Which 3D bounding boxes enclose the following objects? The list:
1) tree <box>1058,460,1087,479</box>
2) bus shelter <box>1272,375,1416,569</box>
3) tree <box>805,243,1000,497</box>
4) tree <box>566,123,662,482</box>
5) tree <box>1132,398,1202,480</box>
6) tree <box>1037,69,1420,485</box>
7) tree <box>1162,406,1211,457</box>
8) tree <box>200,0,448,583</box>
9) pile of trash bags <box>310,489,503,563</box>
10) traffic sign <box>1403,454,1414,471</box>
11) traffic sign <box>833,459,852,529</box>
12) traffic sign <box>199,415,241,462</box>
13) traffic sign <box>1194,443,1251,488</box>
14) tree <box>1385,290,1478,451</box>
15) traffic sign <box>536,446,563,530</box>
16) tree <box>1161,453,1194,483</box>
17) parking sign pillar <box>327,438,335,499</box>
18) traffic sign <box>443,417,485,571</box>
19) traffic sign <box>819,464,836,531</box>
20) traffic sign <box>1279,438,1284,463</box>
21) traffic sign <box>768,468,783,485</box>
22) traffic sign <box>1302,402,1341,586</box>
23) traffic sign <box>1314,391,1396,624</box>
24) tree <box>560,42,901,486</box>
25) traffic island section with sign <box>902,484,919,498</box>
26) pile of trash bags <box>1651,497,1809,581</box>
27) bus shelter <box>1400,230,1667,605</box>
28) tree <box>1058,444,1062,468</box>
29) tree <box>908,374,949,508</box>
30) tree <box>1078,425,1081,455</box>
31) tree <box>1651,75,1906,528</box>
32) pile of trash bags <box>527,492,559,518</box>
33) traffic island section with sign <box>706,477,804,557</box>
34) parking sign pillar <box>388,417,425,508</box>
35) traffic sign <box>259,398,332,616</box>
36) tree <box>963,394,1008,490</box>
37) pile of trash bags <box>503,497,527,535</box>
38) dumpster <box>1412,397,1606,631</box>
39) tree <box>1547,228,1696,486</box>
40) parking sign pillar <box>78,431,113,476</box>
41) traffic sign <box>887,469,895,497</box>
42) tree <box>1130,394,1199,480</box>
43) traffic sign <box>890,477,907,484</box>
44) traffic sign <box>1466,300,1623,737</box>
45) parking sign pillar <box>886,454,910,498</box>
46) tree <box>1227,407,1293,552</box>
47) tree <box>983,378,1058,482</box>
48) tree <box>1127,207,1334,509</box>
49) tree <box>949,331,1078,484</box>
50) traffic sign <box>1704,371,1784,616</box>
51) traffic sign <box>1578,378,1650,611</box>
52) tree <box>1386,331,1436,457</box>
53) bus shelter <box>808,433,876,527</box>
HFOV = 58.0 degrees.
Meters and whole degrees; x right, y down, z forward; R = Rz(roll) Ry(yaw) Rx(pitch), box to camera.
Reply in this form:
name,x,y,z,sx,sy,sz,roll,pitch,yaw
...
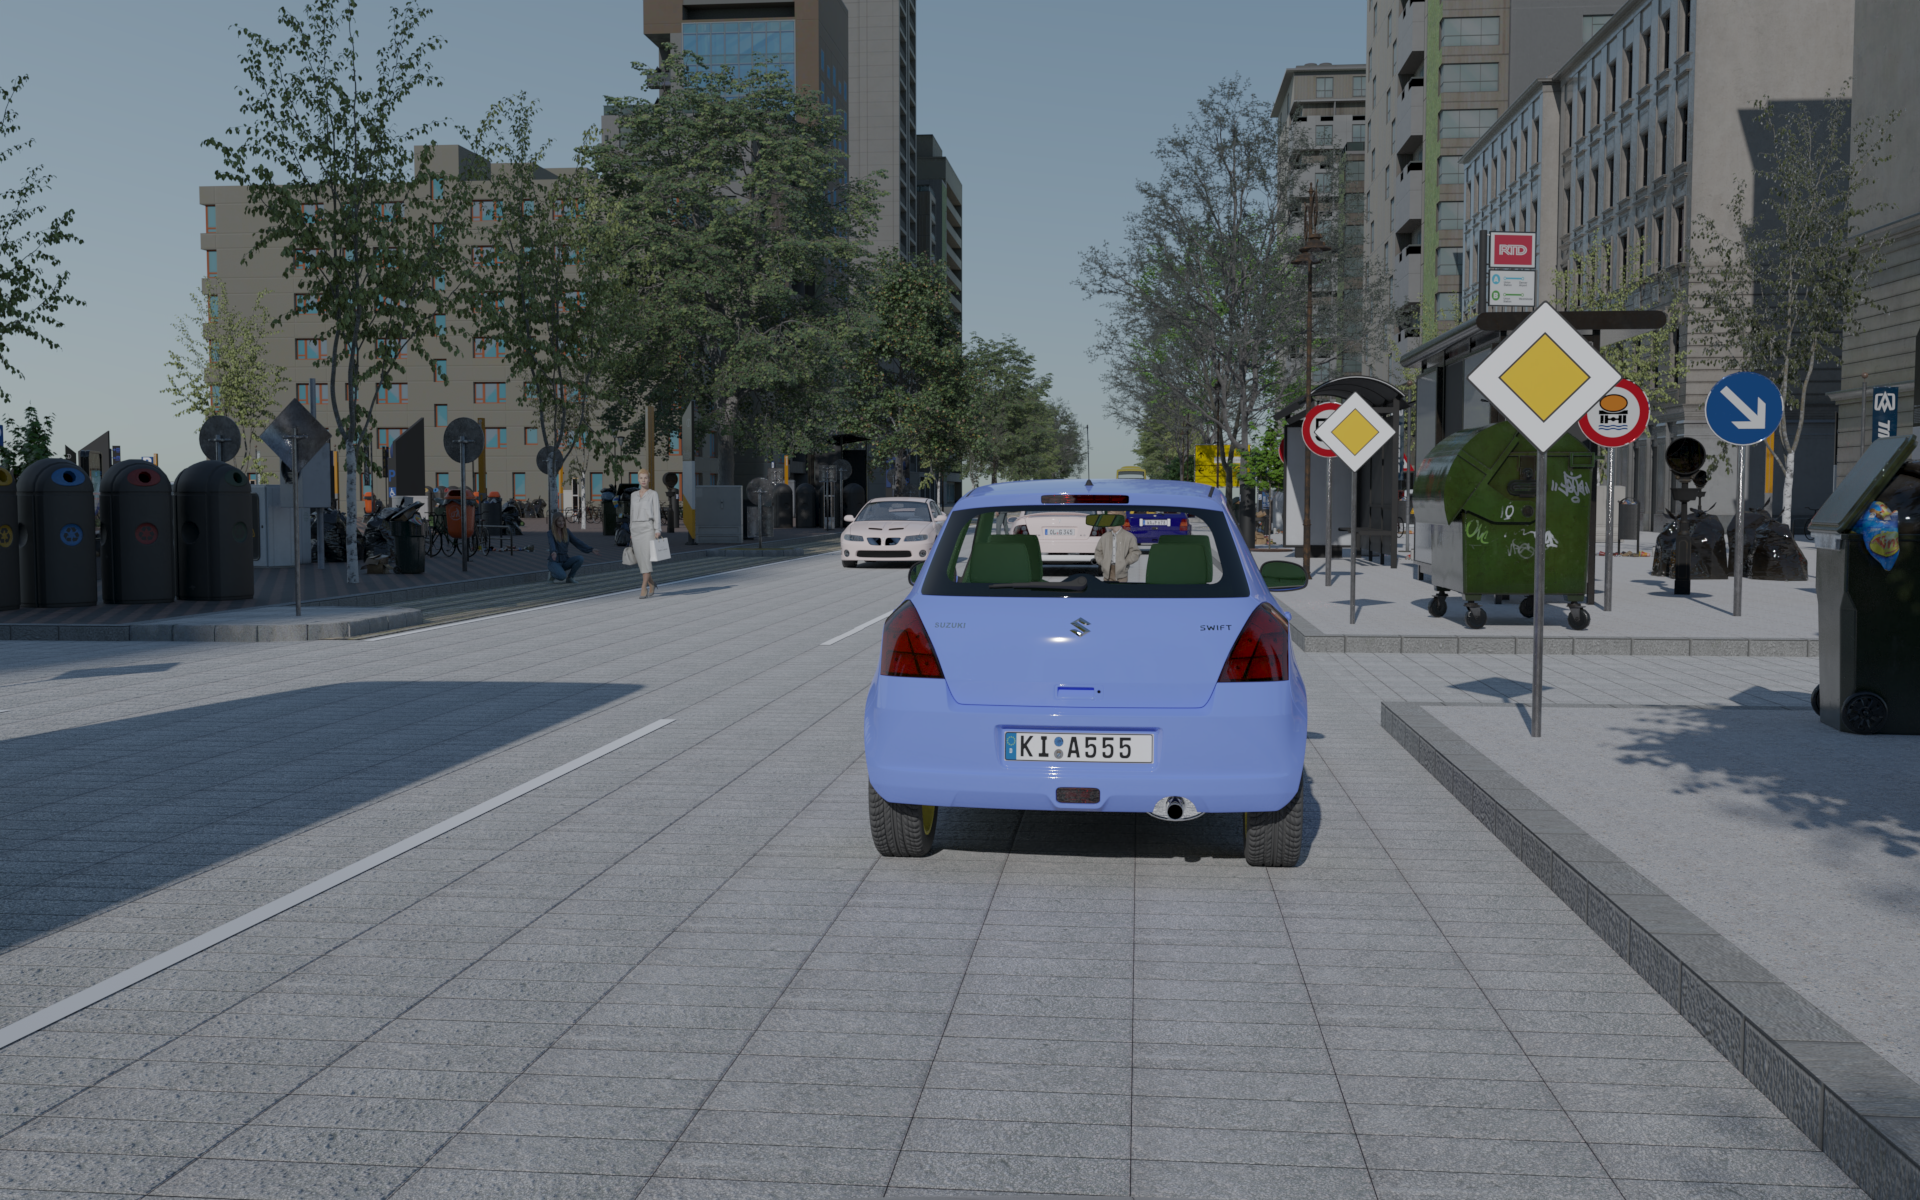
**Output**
name,x,y,z,sx,sy,sz,roll,pitch,yaw
tree,14.712,-19.447,252.366,8.767,10.594,7.601,-2,4,-29
bus shelter,7.018,-2.343,32.230,2.014,3.302,5.546,0,4,6
tree,-2.702,-9.917,79.155,9.611,12.733,9.660,0,3,0
tree,-7.517,-4.989,31.934,4.737,8.622,4.395,0,3,0
tree,23.931,-16.928,193.781,9.611,12.733,9.660,0,3,0
tree,8.340,-8.616,51.239,12.009,13.543,11.850,0,3,0
tree,18.809,-11.862,144.313,4.737,8.622,4.395,0,3,0
tree,-8.573,-4.558,24.890,4.737,8.622,4.395,0,3,0
pile of trash bags,-10.779,-1.418,32.934,3.447,1.369,1.912,1,4,11
traffic sign,10.055,-2.454,40.134,0.884,2.594,0.081,1,4,13
traffic sign,-4.366,-3.892,63.737,0.768,2.556,0.104,0,4,7
traffic sign,-11.963,-1.705,27.990,0.768,2.556,0.104,1,4,13
traffic sign,10.593,-4.651,69.919,2.265,3.308,0.079,1,4,11
tree,17.261,-6.811,61.721,4.737,8.622,4.395,0,3,0
traffic sign,-10.804,-2.782,45.598,0.768,2.556,0.104,1,4,11
tree,15.887,-8.441,121.719,4.285,4.588,4.351,0,3,0
parking sign pillar,-28.528,-5.419,77.080,1.447,3.967,1.447,1,4,11
traffic sign,-8.227,-1.748,28.693,0.768,2.556,0.104,1,4,15
traffic sign,-4.570,-3.525,59.764,0.606,2.300,0.079,1,4,9
traffic sign,6.872,-2.151,35.281,0.768,2.556,0.104,1,4,13
traffic sign,-7.183,-3.991,67.384,0.606,2.300,0.079,0,4,7
traffic sign,5.123,-1.463,24.023,0.768,2.556,0.104,1,4,16
traffic sign,3.869,-0.819,17.030,0.795,2.450,0.064,0,4,6
tree,-6.703,-8.775,50.120,9.857,13.997,8.962,0,3,0
traffic island section with sign,-1.904,-3.572,67.026,1.989,1.847,2.006,0,4,6
pile of trash bags,12.375,-1.012,26.295,3.447,1.369,1.912,1,4,19
bus shelter,7.459,-2.844,24.129,2.179,5.291,8.768,0,4,6
tree,6.869,-16.295,184.548,7.486,12.596,7.792,0,3,0
tree,-1.479,-9.265,101.839,4.737,8.622,4.395,0,3,0
tree,12.138,-19.952,232.876,9.857,13.997,8.962,0,3,0
tree,14.935,-4.951,31.307,4.360,8.622,3.978,0,3,0
pile of trash bags,-22.649,-5.047,92.278,3.447,1.369,1.912,2,4,25
traffic island section with sign,-4.697,-1.932,40.216,1.989,1.847,2.006,0,4,6
parking sign pillar,-19.319,-4.403,60.460,1.447,3.967,1.447,2,4,31
traffic sign,-6.964,-0.889,18.175,0.795,2.450,0.064,0,4,6
tree,1.151,-10.479,121.701,4.360,8.622,3.978,0,3,0
pile of trash bags,-14.862,-2.771,55.051,1.912,1.369,3.447,-1,4,-13
dumpster,5.373,-0.892,17.074,1.502,2.255,1.985,0,4,6
tree,18.278,-6.025,48.874,4.737,8.622,4.395,0,3,0
parking sign pillar,-36.778,-5.215,73.744,1.447,3.967,1.447,0,4,-2
traffic sign,-3.293,-5.268,86.236,0.768,2.556,0.104,1,4,14
tree,21.195,-15.917,178.377,7.486,12.596,7.792,0,3,0
traffic sign,-3.146,-5.438,88.911,0.884,2.594,0.081,1,4,10
traffic sign,3.042,-0.333,9.088,0.795,2.450,0.064,0,4,6
parking sign pillar,-3.279,-6.282,91.188,1.447,3.967,1.447,2,4,35
tree,6.930,-2.703,38.795,1.663,3.219,1.824,0,3,0
tree,5.183,-15.236,167.234,7.486,12.596,7.792,0,3,0
tree,9.916,-8.466,64.167,9.928,11.665,9.643,0,3,0
tree,2.810,-14.028,136.017,9.857,13.997,8.962,0,3,0
traffic sign,8.161,-1.101,18.110,0.768,2.556,0.104,1,4,12
traffic sign,7.091,-1.148,18.884,0.768,2.556,0.104,0,4,8
tree,21.078,-7.753,77.126,4.360,8.622,3.978,0,3,0
bus shelter,-4.717,-4.805,69.840,1.731,3.624,6.357,0,4,6
